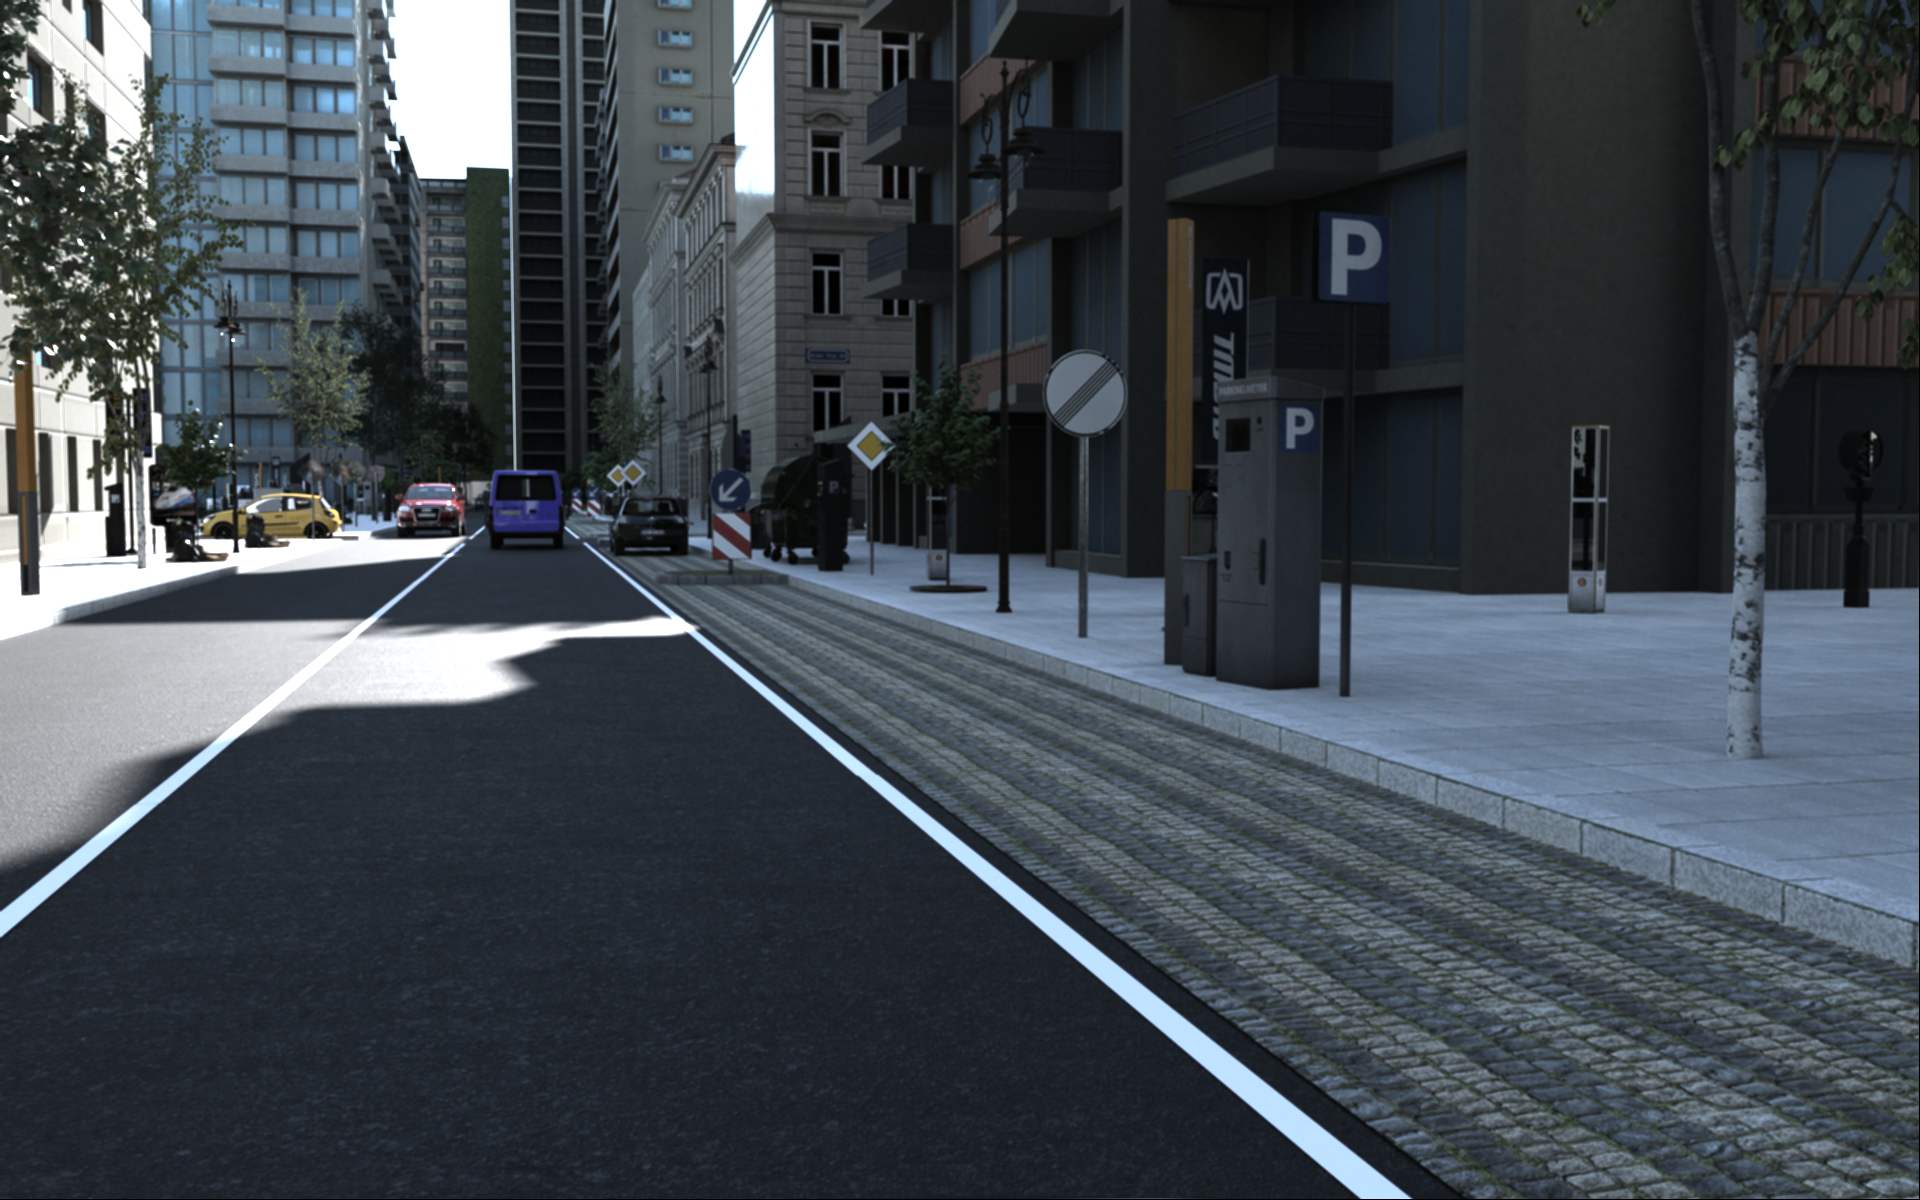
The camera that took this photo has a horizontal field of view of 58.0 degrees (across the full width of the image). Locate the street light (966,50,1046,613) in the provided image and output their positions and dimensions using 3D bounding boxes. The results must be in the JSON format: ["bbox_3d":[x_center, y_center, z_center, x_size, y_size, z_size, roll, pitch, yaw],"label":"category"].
[{"bbox_3d":[0.477,-2.804,18.627,0.468,5.910,1.993,-1,4,-14],"label":"street light"}]

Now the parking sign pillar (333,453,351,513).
[{"bbox_3d":[-41.365,-7.772,115.549,1.447,3.967,1.447,-3,4,-38],"label":"parking sign pillar"}]

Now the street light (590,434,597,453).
[{"bbox_3d":[-27.461,-9.602,129.776,0.468,5.910,1.993,-1,4,-14],"label":"street light"}]

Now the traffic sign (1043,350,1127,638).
[{"bbox_3d":[1.100,-0.936,15.414,0.768,2.556,0.104,-1,4,-10],"label":"traffic sign"}]

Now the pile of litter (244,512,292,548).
[{"bbox_3d":[-16.706,-1.698,41.731,1.176,0.858,1.719,0,4,-8],"label":"pile of litter"}]

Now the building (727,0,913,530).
[{"bbox_3d":[3.773,-16.645,69.404,25.104,27.353,12.463,-1,4,-14],"label":"building"}]

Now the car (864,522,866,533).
[{"bbox_3d":[-0.713,-2.690,56.338,4.827,1.381,2.083,-1,4,-14],"label":"car"}]

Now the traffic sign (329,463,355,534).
[{"bbox_3d":[-19.692,-3.156,55.249,0.795,2.450,0.064,-1,4,-14],"label":"traffic sign"}]

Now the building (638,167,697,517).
[{"bbox_3d":[-13.007,-16.479,105.587,11.583,22.565,21.152,-1,4,-14],"label":"building"}]

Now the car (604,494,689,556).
[{"bbox_3d":[-7.484,-1.938,41.481,2.009,1.686,4.222,-1,4,-13],"label":"car"}]

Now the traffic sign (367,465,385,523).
[{"bbox_3d":[-25.438,-4.612,75.516,0.768,2.556,0.104,0,4,-4],"label":"traffic sign"}]

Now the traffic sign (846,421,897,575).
[{"bbox_3d":[-1.397,-1.600,27.340,0.795,2.450,0.064,-1,4,-9],"label":"traffic sign"}]

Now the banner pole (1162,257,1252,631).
[{"bbox_3d":[2.315,-1.600,16.177,0.863,3.779,0.401,-1,4,-14],"label":"banner pole"}]

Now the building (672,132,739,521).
[{"bbox_3d":[-7.953,-13.487,85.140,10.561,19.102,19.286,-1,4,-14],"label":"building"}]

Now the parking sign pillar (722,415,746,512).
[{"bbox_3d":[-7.777,-4.345,59.509,1.447,3.967,1.447,-2,4,-25],"label":"parking sign pillar"}]

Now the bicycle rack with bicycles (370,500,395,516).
[{"bbox_3d":[-33.799,-5.358,100.980,2.925,0.926,2.852,3,5,44],"label":"bicycle rack with bicycles"}]

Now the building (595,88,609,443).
[{"bbox_3d":[-28.074,-34.865,189.643,23.786,49.044,30.456,-1,4,-14],"label":"building"}]

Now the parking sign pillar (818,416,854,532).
[{"bbox_3d":[-4.374,-4.348,59.562,1.447,3.967,1.447,0,4,0],"label":"parking sign pillar"}]

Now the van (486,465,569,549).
[{"bbox_3d":[-11.741,-2.605,46.976,2.240,2.365,5.245,-1,4,-13],"label":"van"}]

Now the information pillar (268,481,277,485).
[{"bbox_3d":[-37.614,-5.524,94.807,0.304,2.012,0.304,1,4,19],"label":"information pillar"}]

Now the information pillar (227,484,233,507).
[{"bbox_3d":[-51.493,-7.198,122.173,0.304,2.012,0.304,2,4,35],"label":"information pillar"}]

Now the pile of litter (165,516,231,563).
[{"bbox_3d":[-14.609,-1.175,33.171,1.176,0.858,1.719,-1,4,-20],"label":"pile of litter"}]

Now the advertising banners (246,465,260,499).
[{"bbox_3d":[-41.600,-6.471,101.989,0.090,3.025,2.074,0,4,-1],"label":"advertising banners"}]

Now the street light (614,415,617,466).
[{"bbox_3d":[-19.610,-7.701,98.694,0.468,5.910,1.993,-1,4,-14],"label":"street light"}]

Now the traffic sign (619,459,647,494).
[{"bbox_3d":[-9.355,-2.810,49.585,0.795,2.450,0.064,-1,4,-14],"label":"traffic sign"}]

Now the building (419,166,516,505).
[{"bbox_3d":[-63.373,-32.681,217.928,14.086,41.232,14.154,-1,4,-14],"label":"building"}]

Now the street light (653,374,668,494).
[{"bbox_3d":[-11.555,-5.753,66.846,0.468,5.910,1.993,-1,4,-14],"label":"street light"}]

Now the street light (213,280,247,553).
[{"bbox_3d":[-15.750,-3.959,37.515,0.468,5.910,1.993,-1,4,-14],"label":"street light"}]

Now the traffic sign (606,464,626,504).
[{"bbox_3d":[-11.303,-3.284,57.330,0.795,2.450,0.064,-1,4,-14],"label":"traffic sign"}]

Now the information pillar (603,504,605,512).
[{"bbox_3d":[-25.898,-7.472,126.660,0.304,2.012,0.304,-3,4,-37],"label":"information pillar"}]

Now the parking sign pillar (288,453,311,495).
[{"bbox_3d":[-42.800,-7.567,112.199,1.447,3.967,1.447,-3,4,-38],"label":"parking sign pillar"}]

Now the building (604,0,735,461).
[{"bbox_3d":[-19.369,-32.222,150.536,21.300,48.544,21.600,-1,4,-14],"label":"building"}]

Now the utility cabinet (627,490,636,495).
[{"bbox_3d":[-16.420,-4.767,86.620,0.318,1.500,1.173,-1,4,-19],"label":"utility cabinet"}]

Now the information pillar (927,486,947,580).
[{"bbox_3d":[-0.330,-1.304,25.811,0.304,2.012,0.304,-1,4,-9],"label":"information pillar"}]

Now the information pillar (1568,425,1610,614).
[{"bbox_3d":[6.782,-0.868,18.689,0.304,2.012,0.304,3,5,41],"label":"information pillar"}]

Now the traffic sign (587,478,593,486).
[{"bbox_3d":[-27.012,-7.774,127.204,0.768,2.556,0.104,0,4,-6],"label":"traffic sign"}]

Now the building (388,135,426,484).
[{"bbox_3d":[-68.252,-29.818,179.403,23.993,40.220,32.217,-1,4,-14],"label":"building"}]

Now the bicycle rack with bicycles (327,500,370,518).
[{"bbox_3d":[-30.763,-4.313,83.894,2.925,0.926,2.852,1,4,9],"label":"bicycle rack with bicycles"}]

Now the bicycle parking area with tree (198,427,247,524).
[{"bbox_3d":[-34.184,-5.258,72.967,8.231,4.147,9.016,1,4,10],"label":"bicycle parking area with tree"}]

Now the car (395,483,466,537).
[{"bbox_3d":[-18.040,-3.092,59.220,2.281,1.827,5.304,-1,4,-13],"label":"car"}]

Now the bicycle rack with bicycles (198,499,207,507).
[{"bbox_3d":[-51.629,-6.263,115.777,2.852,0.926,2.925,2,4,28],"label":"bicycle rack with bicycles"}]

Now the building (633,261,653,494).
[{"bbox_3d":[-17.608,-16.481,124.224,10.420,20.320,16.860,-1,4,-14],"label":"building"}]

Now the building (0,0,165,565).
[{"bbox_3d":[-31.642,-11.201,28.172,28.899,21.520,27.650,-1,4,-14],"label":"building"}]

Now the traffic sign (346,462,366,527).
[{"bbox_3d":[-23.703,-4.149,67.939,0.768,2.556,0.104,-1,4,-14],"label":"traffic sign"}]

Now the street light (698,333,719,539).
[{"bbox_3d":[-7.206,-4.705,49.714,0.468,5.910,1.993,-1,4,-14],"label":"street light"}]

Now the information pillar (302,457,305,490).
[{"bbox_3d":[-41.010,-7.150,108.260,0.183,3.616,0.504,-2,4,-27],"label":"information pillar"}]

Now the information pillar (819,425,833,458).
[{"bbox_3d":[-4.488,-4.100,58.391,0.504,3.616,0.183,-1,4,-22],"label":"information pillar"}]

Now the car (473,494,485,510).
[{"bbox_3d":[-42.559,-8.781,155.359,2.131,1.459,4.920,-1,4,-15],"label":"car"}]

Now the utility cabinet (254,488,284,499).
[{"bbox_3d":[-25.593,-3.406,64.362,1.173,1.500,0.318,-2,4,-27],"label":"utility cabinet"}]

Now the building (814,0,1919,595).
[{"bbox_3d":[9.849,-23.294,35.475,22.147,44.769,28.867,-1,4,-14],"label":"building"}]

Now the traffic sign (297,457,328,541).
[{"bbox_3d":[-17.744,-2.683,47.504,0.795,2.450,0.064,-1,4,-14],"label":"traffic sign"}]

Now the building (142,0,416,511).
[{"bbox_3d":[-56.855,-31.729,138.378,23.786,49.044,30.456,-1,4,-14],"label":"building"}]

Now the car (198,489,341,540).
[{"bbox_3d":[-20.671,-2.550,51.922,3.980,1.641,2.015,-1,4,-13],"label":"car"}]

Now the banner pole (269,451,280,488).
[{"bbox_3d":[-40.272,-6.831,101.701,0.401,3.779,0.863,3,4,37],"label":"banner pole"}]

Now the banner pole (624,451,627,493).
[{"bbox_3d":[-19.485,-6.785,100.944,0.401,3.779,0.863,-2,4,-25],"label":"banner pole"}]

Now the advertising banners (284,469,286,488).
[{"bbox_3d":[-47.511,-7.711,122.268,0.090,3.025,2.074,-2,4,-30],"label":"advertising banners"}]

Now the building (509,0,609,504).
[{"bbox_3d":[-47.201,-48.048,223.833,20.611,71.187,20.563,-1,4,-14],"label":"building"}]
